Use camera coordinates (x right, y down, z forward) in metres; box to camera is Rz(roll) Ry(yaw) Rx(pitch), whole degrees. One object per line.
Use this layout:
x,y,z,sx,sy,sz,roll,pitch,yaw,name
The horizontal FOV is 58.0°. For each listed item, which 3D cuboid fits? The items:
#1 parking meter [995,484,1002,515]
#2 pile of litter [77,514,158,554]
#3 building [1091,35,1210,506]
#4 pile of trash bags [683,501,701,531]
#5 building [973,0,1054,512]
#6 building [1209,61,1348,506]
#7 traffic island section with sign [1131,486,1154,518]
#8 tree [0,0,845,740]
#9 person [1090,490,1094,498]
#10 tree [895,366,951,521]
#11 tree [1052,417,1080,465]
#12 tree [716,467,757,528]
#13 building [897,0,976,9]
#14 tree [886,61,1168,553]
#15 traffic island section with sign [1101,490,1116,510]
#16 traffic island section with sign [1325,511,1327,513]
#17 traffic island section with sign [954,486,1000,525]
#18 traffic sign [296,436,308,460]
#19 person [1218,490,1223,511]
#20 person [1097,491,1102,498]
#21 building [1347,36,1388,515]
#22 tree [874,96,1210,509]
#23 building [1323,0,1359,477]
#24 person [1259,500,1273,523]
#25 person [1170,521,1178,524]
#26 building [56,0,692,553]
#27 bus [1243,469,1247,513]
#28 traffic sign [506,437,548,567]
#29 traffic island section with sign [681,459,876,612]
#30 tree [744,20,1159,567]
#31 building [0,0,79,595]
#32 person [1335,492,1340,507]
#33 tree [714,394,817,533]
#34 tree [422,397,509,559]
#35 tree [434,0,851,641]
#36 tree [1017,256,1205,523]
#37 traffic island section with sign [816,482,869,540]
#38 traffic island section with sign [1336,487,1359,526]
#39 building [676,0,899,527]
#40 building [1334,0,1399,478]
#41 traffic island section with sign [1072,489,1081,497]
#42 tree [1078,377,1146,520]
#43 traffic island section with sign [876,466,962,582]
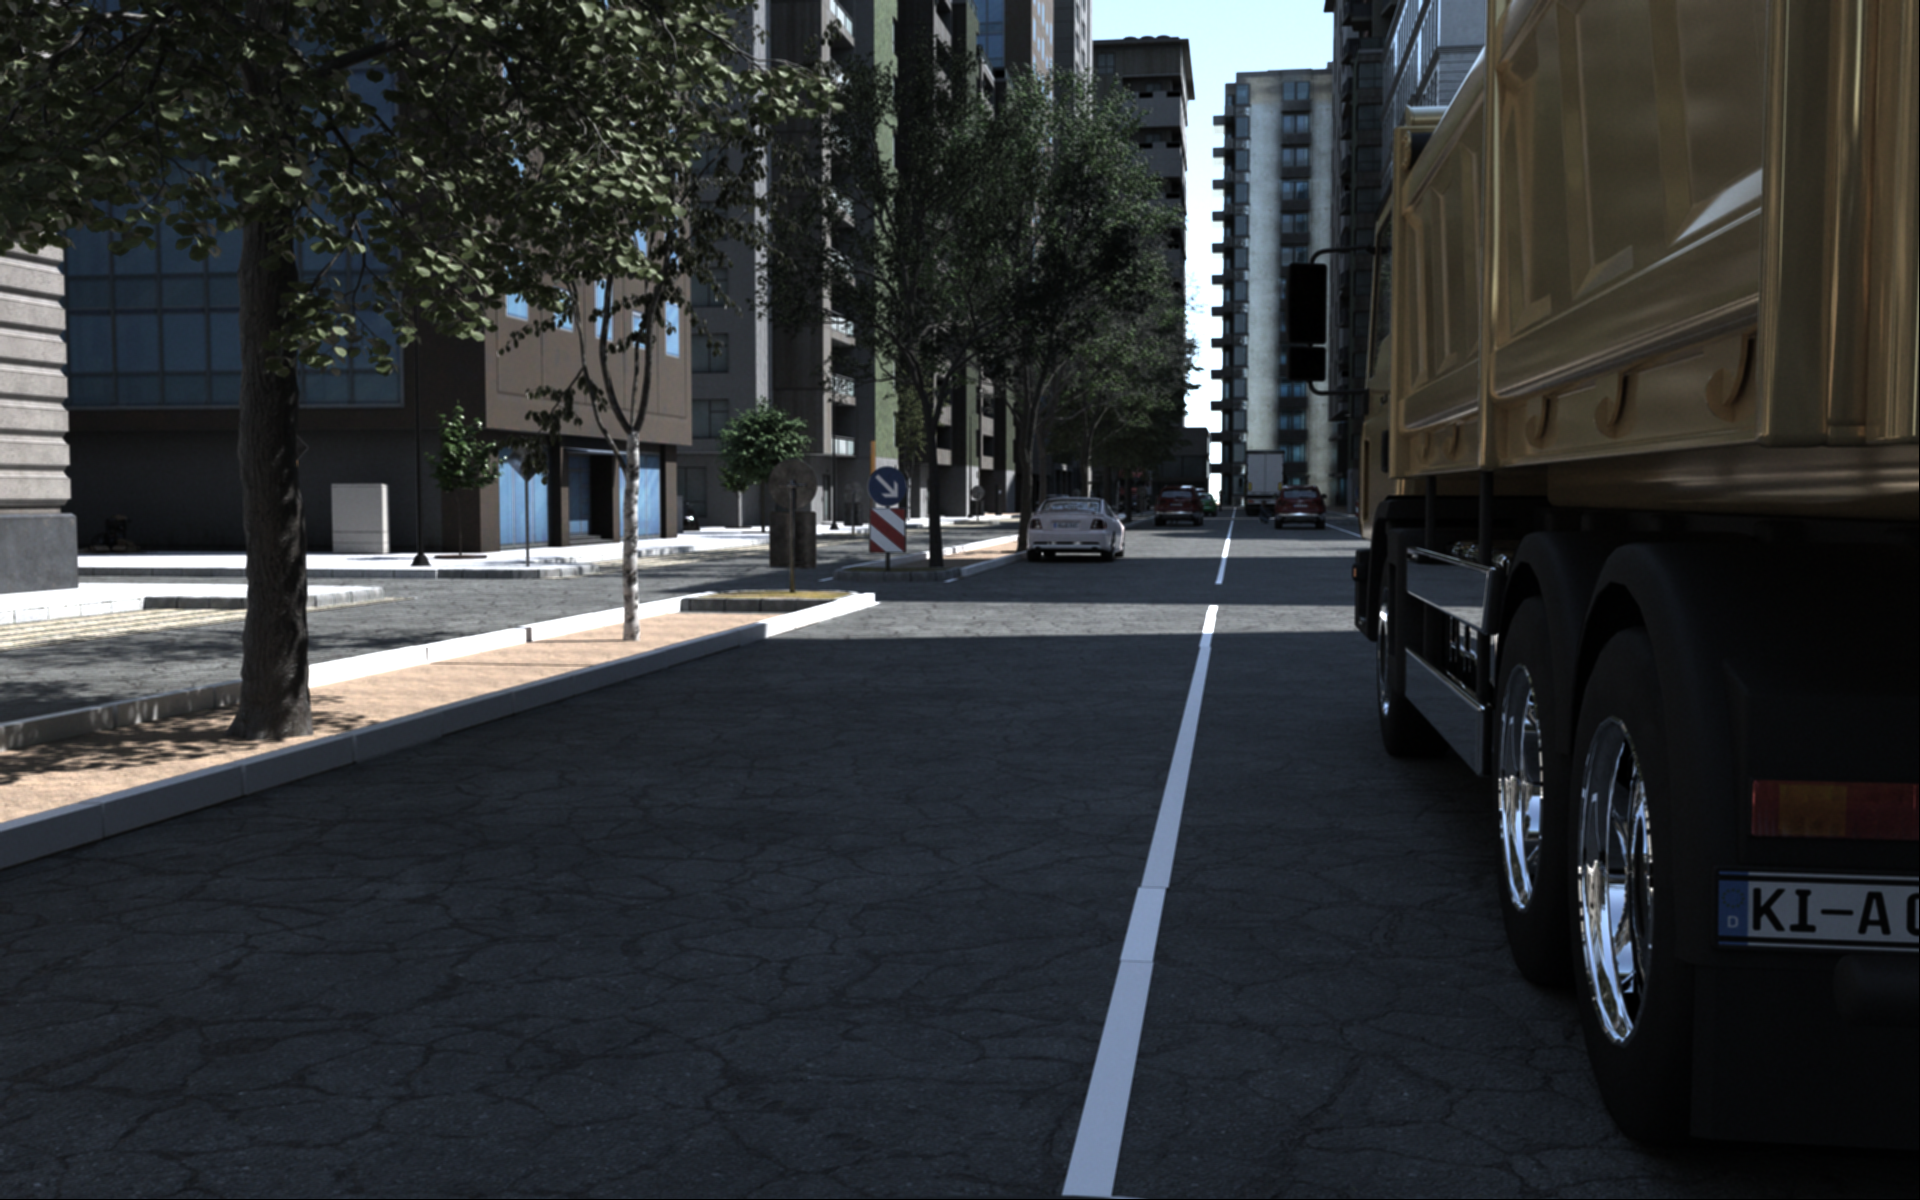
2.344,-6.061,104.816,0.399,1.863,0.255,-3,4,-38,parking meter
-18.443,-1.453,37.719,1.719,0.858,1.176,1,4,12,pile of litter
15.287,-37.496,202.301,27.495,52.752,28.713,1,4,9,building
-10.709,-3.050,59.620,1.912,1.369,3.447,3,4,38,pile of trash bags
-0.785,-29.196,127.470,14.600,45.320,14.200,1,4,9,building
43.629,-35.147,194.262,30.456,49.044,23.786,1,4,9,building
10.814,-5.831,103.466,2.006,1.907,1.989,1,4,9,traffic island section with sign
-4.090,-5.487,10.301,7.486,12.596,7.792,0,3,0,tree
10.392,-7.725,135.541,0.721,1.736,1.217,0,4,-6,person
-2.475,-8.126,83.223,4.737,8.622,4.395,0,3,0,tree
9.272,-12.694,157.905,4.737,8.622,4.395,0,3,0,tree
-8.424,-4.321,65.242,1.663,3.219,1.824,0,3,0,tree
-6.913,-19.776,95.044,14.160,30.474,14.107,1,4,9,building
1.665,-6.932,41.544,9.928,11.665,9.643,0,3,0,tree
13.335,-9.216,159.311,1.989,1.847,2.006,1,4,9,traffic island section with sign
26.144,-7.320,128.311,1.989,1.847,2.006,1,4,9,traffic island section with sign
0.833,-4.460,81.552,1.989,1.847,2.006,1,4,9,traffic island section with sign
-8.918,-1.167,22.725,0.795,2.450,0.064,1,4,9,traffic sign
21.947,-8.324,145.315,0.721,1.743,1.217,1,4,15,person
12.409,-8.851,153.927,0.721,1.735,1.217,-1,4,-18,person
32.378,-20.842,112.462,14.160,30.474,14.107,1,4,9,building
2.555,-8.584,53.174,12.009,13.543,11.850,0,3,0,tree
48.582,-34.911,160.033,28.713,52.752,27.495,1,4,9,building
14.974,-4.311,84.491,0.738,1.151,1.012,3,4,38,person
10.446,-4.623,84.294,0.606,1.804,0.583,-2,4,-29,person
-15.837,-24.089,43.963,14.600,45.320,14.200,1,4,9,building
22.803,-8.510,130.680,2.896,3.916,12.252,1,4,10,bus
-7.651,-1.649,30.609,0.795,2.450,0.064,1,4,9,traffic sign
-2.282,-0.846,21.961,2.006,1.907,1.989,1,4,9,traffic island section with sign
-0.369,-5.876,32.942,8.767,10.594,7.601,1,4,9,tree
-21.880,-11.665,19.609,19.941,23.489,11.050,1,4,9,building
39.140,-10.416,179.715,0.530,1.710,0.541,-1,4,-8,person
-6.422,-4.492,57.153,4.285,4.588,4.351,0,3,0,tree
-10.052,-2.437,34.447,1.663,3.219,1.824,0,3,0,tree
-3.174,-3.915,16.829,4.360,8.622,3.978,0,3,0,tree
6.139,-9.315,72.882,7.486,12.596,7.792,0,3,0,tree
-3.445,-2.831,54.916,1.989,1.847,2.006,1,4,9,traffic island section with sign
18.293,-4.331,79.436,1.989,1.847,2.006,1,4,9,traffic island section with sign
-10.850,-23.817,73.009,14.154,41.232,14.086,1,4,9,building
40.603,-29.229,132.515,22.147,44.769,28.867,1,4,9,building
8.884,-7.521,131.597,1.989,1.847,2.006,1,4,9,traffic island section with sign
7.321,-7.787,80.136,4.360,8.622,3.978,0,3,0,tree
-1.098,-1.293,29.274,2.006,1.907,1.989,1,4,9,traffic island section with sign
